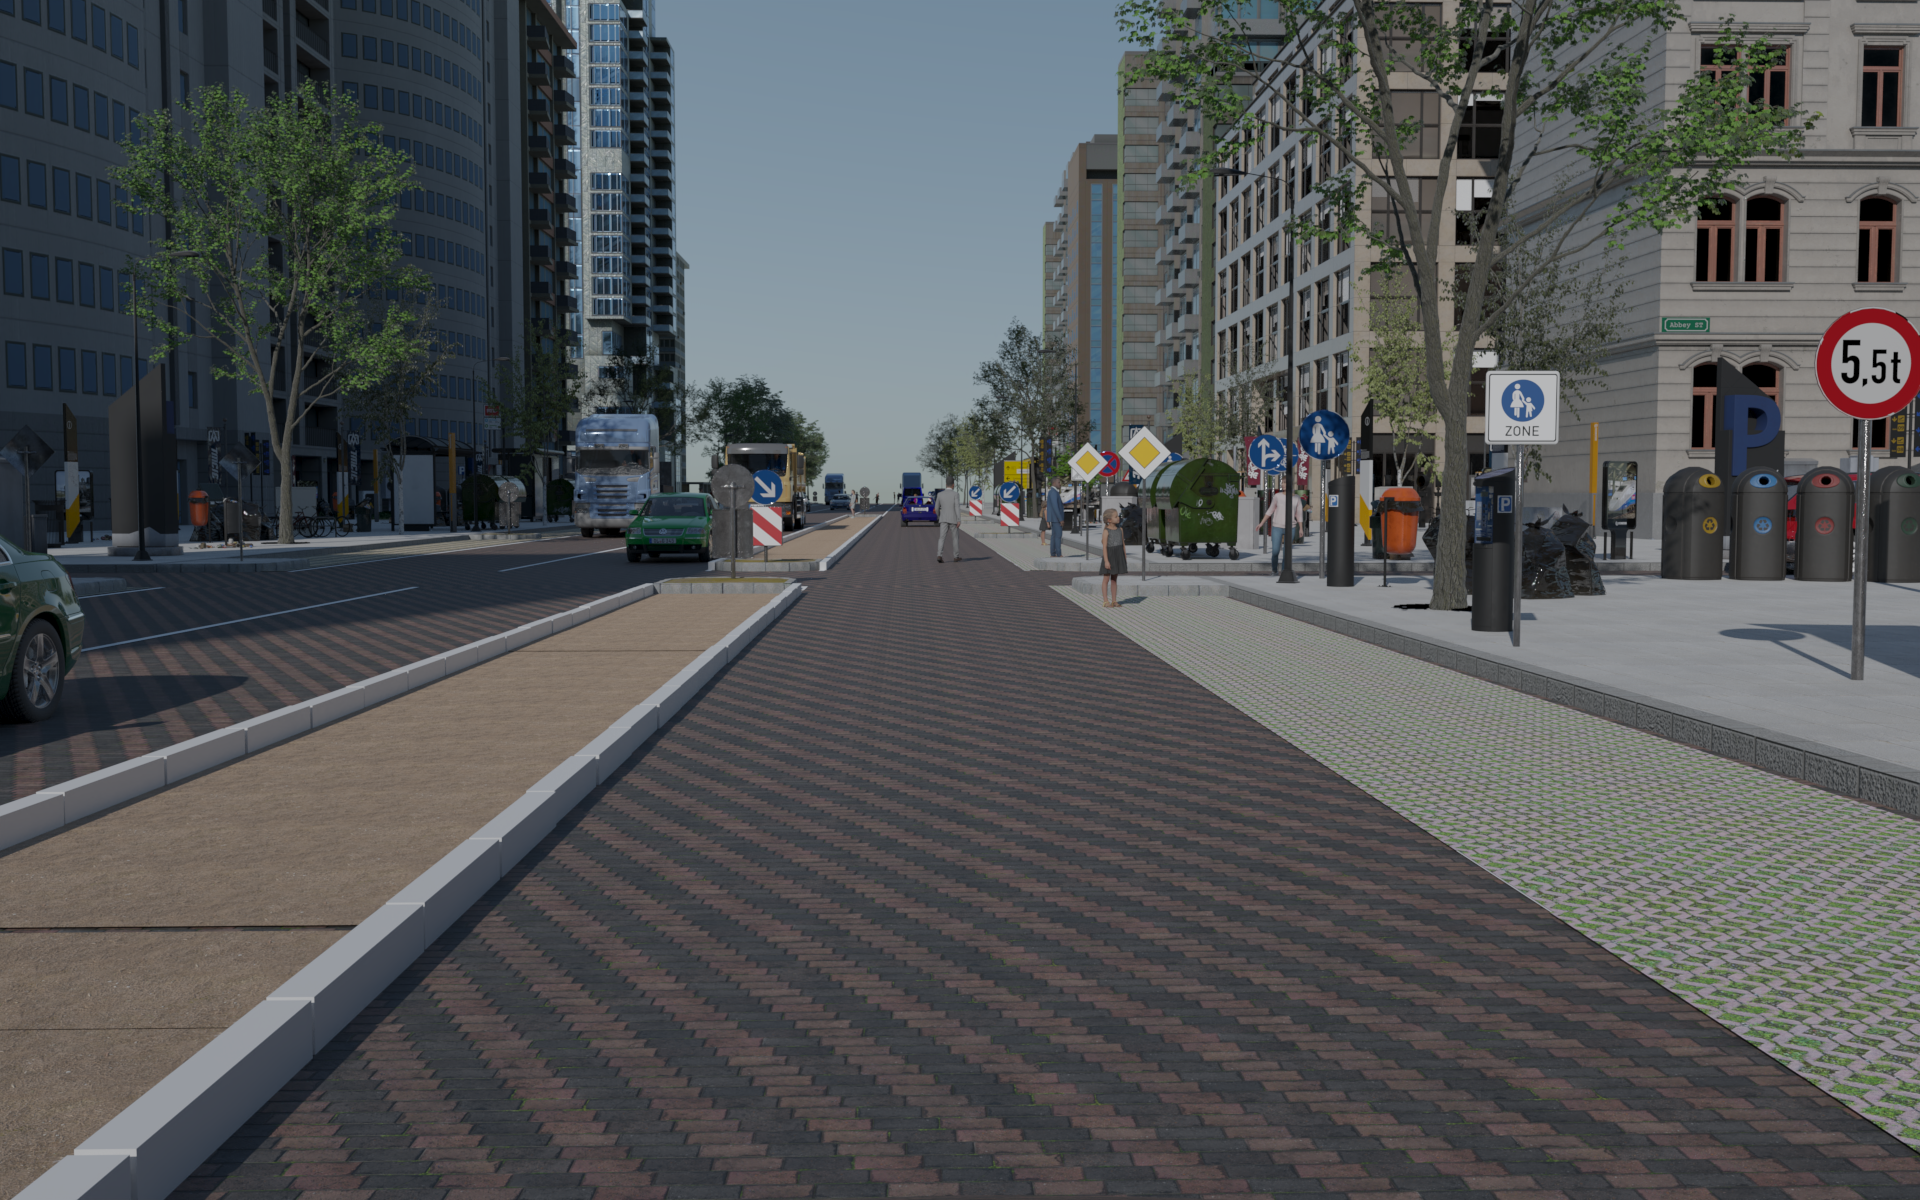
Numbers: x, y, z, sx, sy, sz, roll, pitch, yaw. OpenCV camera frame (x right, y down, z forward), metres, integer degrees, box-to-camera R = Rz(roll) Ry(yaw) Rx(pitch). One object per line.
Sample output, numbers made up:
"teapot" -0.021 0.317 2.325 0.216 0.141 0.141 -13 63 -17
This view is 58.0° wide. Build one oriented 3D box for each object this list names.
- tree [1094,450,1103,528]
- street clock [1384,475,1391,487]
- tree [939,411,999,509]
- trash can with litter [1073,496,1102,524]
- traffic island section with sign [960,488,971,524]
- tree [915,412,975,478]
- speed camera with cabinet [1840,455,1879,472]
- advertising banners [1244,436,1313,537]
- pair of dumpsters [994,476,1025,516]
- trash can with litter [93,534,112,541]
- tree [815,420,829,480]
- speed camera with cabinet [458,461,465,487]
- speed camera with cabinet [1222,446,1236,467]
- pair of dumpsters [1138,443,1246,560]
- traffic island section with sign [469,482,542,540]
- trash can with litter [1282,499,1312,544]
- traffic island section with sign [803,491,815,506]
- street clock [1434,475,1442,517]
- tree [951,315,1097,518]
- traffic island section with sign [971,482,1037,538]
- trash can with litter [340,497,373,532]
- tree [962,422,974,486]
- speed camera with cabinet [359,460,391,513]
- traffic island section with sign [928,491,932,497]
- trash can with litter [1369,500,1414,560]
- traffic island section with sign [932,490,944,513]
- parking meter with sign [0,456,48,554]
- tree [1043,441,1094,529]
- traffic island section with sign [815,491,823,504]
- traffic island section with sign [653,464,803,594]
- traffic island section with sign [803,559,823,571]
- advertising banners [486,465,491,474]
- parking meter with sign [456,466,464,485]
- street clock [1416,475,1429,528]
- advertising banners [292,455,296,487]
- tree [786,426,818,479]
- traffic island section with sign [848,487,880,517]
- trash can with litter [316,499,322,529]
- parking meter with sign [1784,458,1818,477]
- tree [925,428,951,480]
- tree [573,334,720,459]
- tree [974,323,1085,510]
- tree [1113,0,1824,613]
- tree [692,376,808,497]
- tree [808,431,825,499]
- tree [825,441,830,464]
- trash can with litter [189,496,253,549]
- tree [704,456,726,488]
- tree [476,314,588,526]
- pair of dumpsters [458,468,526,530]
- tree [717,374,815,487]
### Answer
"tree" 4.666 -4.410 66.701 1.663 3.219 1.824 0 3 0
"street clock" 16.291 -3.763 66.090 0.358 2.002 0.471 1 4 10
"tree" 1.220 -12.471 154.260 4.737 8.622 4.395 0 3 0
"trash can with litter" 5.907 -3.932 75.349 2.233 1.210 1.678 -3 5 -40
"traffic island section with sign" 0.612 -4.574 83.406 1.989 1.847 2.006 0 4 -2
"tree" -1.614 -21.224 257.380 12.009 13.543 11.850 0 3 0
"speed camera with cabinet" 22.199 -2.882 41.455 2.038 3.252 0.660 0 4 1
"advertising banners" 9.548 -3.415 52.019 2.074 3.025 0.090 1 4 19
"pair of dumpsters" 2.808 -5.834 97.886 1.574 2.255 4.437 0 4 -2
"trash can with litter" -23.484 -2.285 48.425 2.233 1.210 1.678 3 4 38
"tree" -23.844 -21.364 255.953 9.857 13.997 8.962 0 3 0
"speed camera with cabinet" -29.421 -6.784 105.251 2.038 3.252 0.660 -2 4 -31
"speed camera with cabinet" 10.923 -4.746 71.927 0.660 3.252 2.038 -1 4 -17
"pair of dumpsters" 4.714 -2.016 35.451 1.574 2.255 4.437 0 4 -2
"traffic island section with sign" -14.437 -2.847 55.181 1.989 1.847 2.006 0 4 -2
"trash can with litter" 8.533 -2.015 44.329 0.624 1.170 1.055 2 4 35
"traffic island section with sign" -19.353 -12.612 214.840 1.989 1.847 2.006 0 4 -2
"street clock" 18.258 -3.766 66.136 0.358 2.002 0.471 1 4 14
"tree" 3.651 -9.575 90.957 7.601 10.594 8.767 0 4 3
"traffic island section with sign" 1.464 -2.926 56.464 1.989 1.847 2.006 0 4 -2
"trash can with litter" -20.303 -2.865 58.237 1.055 1.170 0.624 0 4 -5
"tree" 2.412 -10.446 121.158 4.360 8.622 3.978 0 3 0
"speed camera with cabinet" -31.018 -5.983 92.165 0.660 3.252 2.038 3 5 40
"traffic island section with sign" -1.746 -9.290 160.526 1.989 1.847 2.006 0 4 -2
"trash can with litter" 8.502 -1.379 33.926 0.624 1.170 1.055 -2 4 -25
"traffic island section with sign" -0.917 -7.643 133.583 1.989 1.847 2.006 0 4 -2
"parking meter with sign" -19.101 -2.342 34.553 0.543 3.016 1.738 1 4 19
"tree" 3.783 -4.156 62.555 1.663 3.219 1.824 0 3 0
"traffic island section with sign" -20.186 -14.274 242.011 1.989 1.847 2.006 0 4 -2
"traffic island section with sign" -3.432 -1.071 25.653 2.006 1.907 1.989 0 4 -2
"traffic island section with sign" -3.650 -1.524 33.057 2.006 1.907 1.989 0 4 -2
"advertising banners" -28.779 -6.507 102.578 2.074 3.025 0.090 -2 4 -33
"parking meter with sign" -30.931 -6.761 106.810 0.543 3.016 1.738 0 4 3
"street clock" 17.631 -3.759 66.031 0.358 2.002 0.471 -2 4 -32
"advertising banners" -30.111 -4.994 77.836 0.090 3.025 2.074 -2 4 -34
"tree" -22.699 -18.384 234.986 7.601 10.594 8.767 -1 4 -15
"traffic island section with sign" -5.970 -6.118 108.160 2.006 1.907 1.989 0 4 -2
"trash can with litter" -24.043 -3.179 63.035 1.678 1.210 2.233 2 4 33
"parking meter with sign" 17.740 -2.470 36.650 1.738 3.016 0.543 0 4 6
"tree" 0.793 -16.109 197.787 7.601 10.594 8.767 1 4 16
"tree" -18.149 -10.155 100.447 8.767 10.594 7.601 -1 4 -11
"tree" 3.503 -7.553 73.857 4.360 8.622 3.978 0 3 0
"tree" 5.344 -5.687 18.742 9.928 11.665 9.643 0 3 0
"tree" -20.326 -13.926 153.451 9.928 11.665 9.643 0 3 0
"tree" -22.123 -17.015 203.945 9.928 11.665 9.643 0 3 0
"tree" -23.688 -20.936 268.057 9.928 11.665 9.643 0 3 0
"trash can with litter" -17.714 -1.852 41.343 1.678 1.210 2.233 1 4 13
"tree" -19.705 -9.878 145.212 4.285 4.588 4.351 0 3 0
"tree" -17.141 -7.341 70.382 4.737 8.622 4.395 0 3 0
"pair of dumpsters" -17.019 -3.703 63.039 1.574 2.255 4.437 0 4 -2
"tree" -21.222 -16.870 182.471 9.857 13.997 8.962 0 3 0
